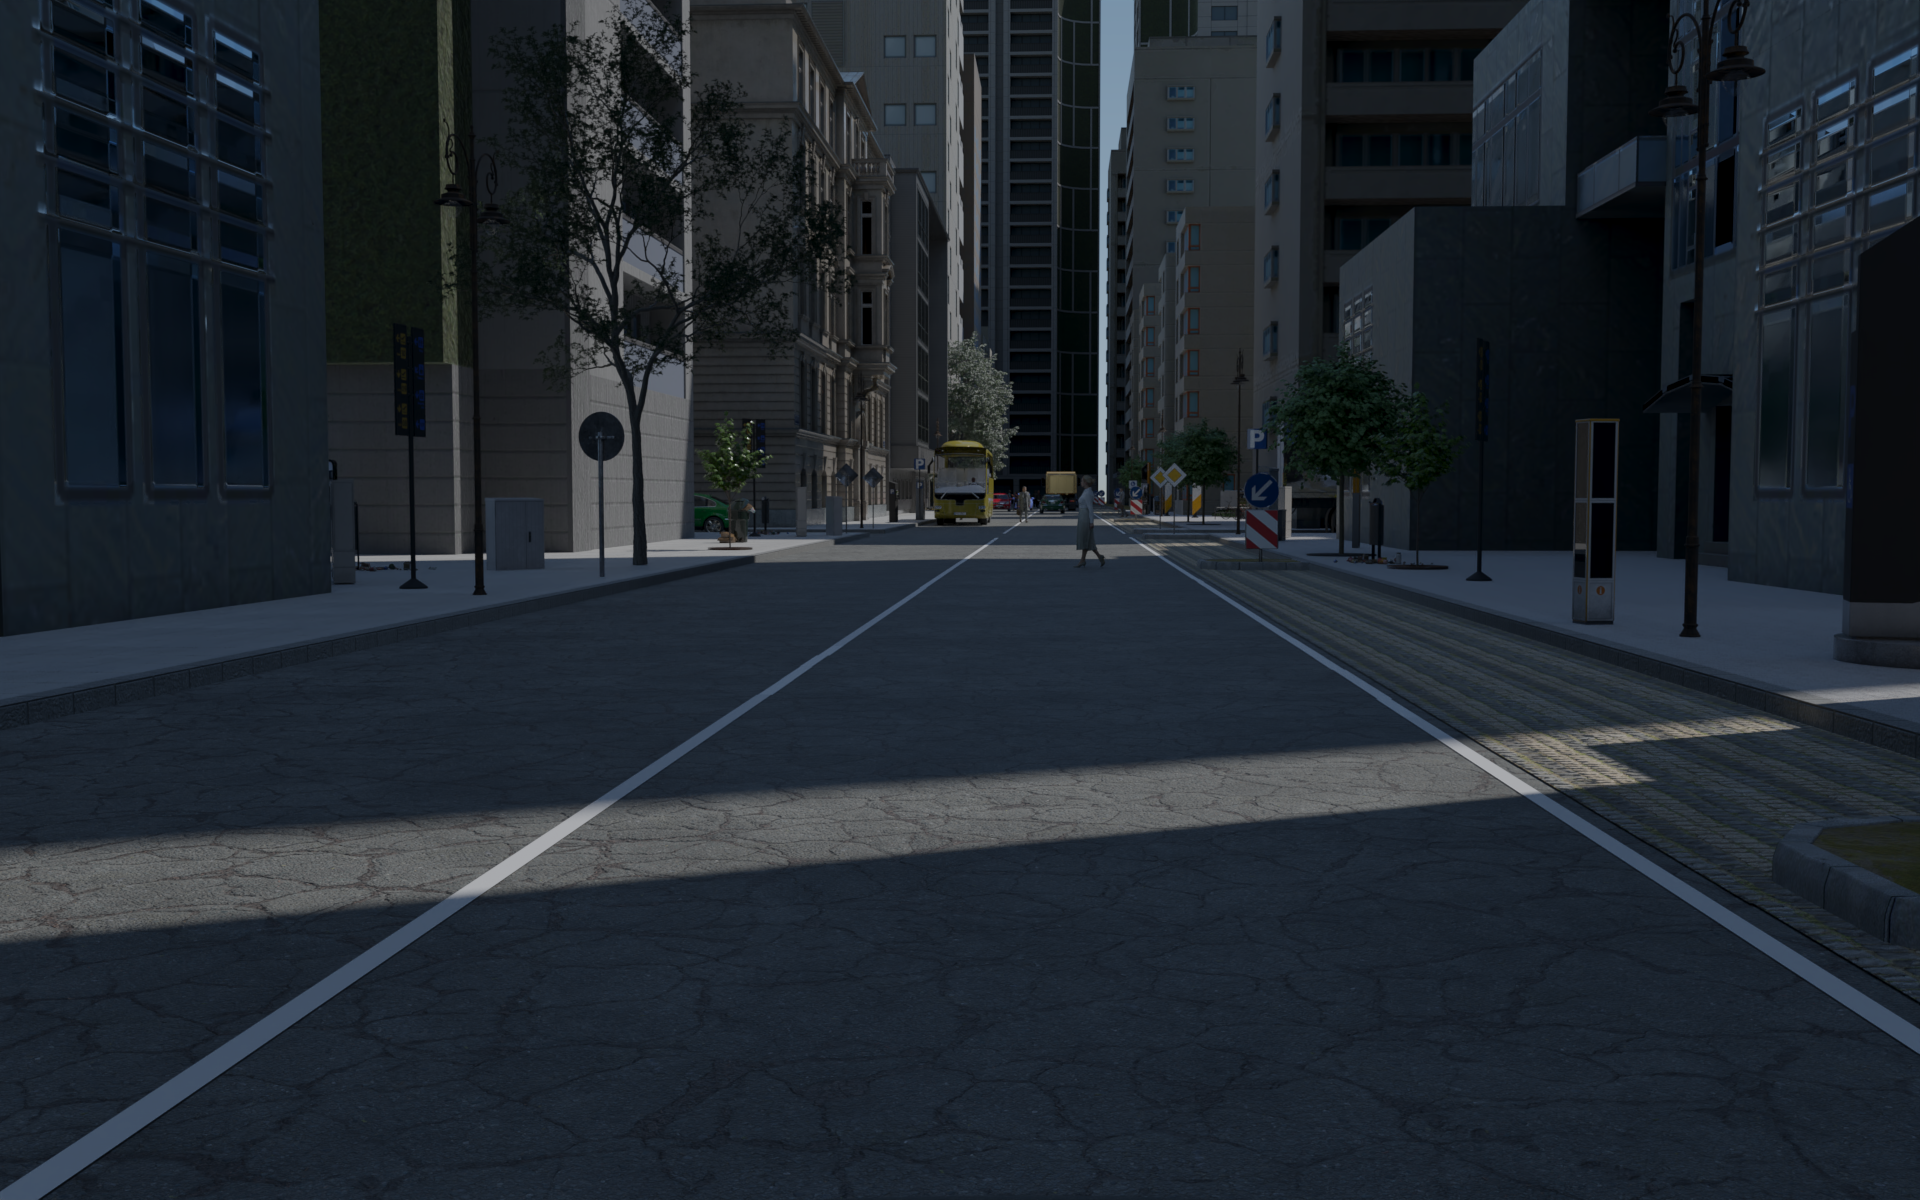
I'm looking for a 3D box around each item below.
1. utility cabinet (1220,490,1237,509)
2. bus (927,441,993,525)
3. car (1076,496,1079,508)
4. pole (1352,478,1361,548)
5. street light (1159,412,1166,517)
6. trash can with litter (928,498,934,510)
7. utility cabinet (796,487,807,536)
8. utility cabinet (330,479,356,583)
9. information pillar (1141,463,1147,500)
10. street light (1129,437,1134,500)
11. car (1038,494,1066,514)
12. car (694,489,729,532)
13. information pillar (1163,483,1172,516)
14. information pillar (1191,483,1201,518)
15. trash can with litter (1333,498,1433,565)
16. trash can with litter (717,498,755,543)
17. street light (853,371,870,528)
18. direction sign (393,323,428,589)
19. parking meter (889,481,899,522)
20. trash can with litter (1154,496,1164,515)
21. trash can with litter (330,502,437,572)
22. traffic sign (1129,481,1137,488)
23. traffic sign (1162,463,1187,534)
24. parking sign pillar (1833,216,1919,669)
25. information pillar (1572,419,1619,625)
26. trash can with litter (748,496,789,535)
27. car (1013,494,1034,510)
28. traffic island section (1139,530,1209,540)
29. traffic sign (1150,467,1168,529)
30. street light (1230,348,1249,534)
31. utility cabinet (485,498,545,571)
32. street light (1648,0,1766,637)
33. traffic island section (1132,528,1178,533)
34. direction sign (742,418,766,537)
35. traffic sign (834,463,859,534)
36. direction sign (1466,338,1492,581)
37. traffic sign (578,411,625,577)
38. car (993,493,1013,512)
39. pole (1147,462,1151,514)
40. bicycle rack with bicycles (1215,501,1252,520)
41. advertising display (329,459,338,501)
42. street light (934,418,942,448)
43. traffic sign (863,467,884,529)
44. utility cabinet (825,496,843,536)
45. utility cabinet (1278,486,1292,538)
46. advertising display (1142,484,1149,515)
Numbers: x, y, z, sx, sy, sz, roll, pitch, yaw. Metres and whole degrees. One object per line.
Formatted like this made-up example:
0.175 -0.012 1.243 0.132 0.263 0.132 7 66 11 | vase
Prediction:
16.014 -5.739 102.510 1.173 1.500 0.318 2 4 32 | utility cabinet
0.226 -5.617 83.379 2.896 3.916 12.252 0 4 2 | bus
11.670 -10.466 183.115 2.014 1.417 4.499 0 4 4 | car
9.398 -2.885 41.010 0.158 3.312 0.155 0 3 0 | pole
11.466 -7.676 98.293 0.468 5.910 1.993 0 4 3 | street light
-2.149 -7.720 137.286 2.233 1.210 1.678 3 4 37 | trash can with litter
-4.833 -2.685 52.571 0.318 1.500 1.173 0 4 -7 | utility cabinet
-8.936 -1.000 25.028 0.318 1.500 1.173 -1 4 -21 | utility cabinet
13.818 -8.457 129.624 0.504 3.616 0.183 -1 4 -19 | information pillar
13.645 -10.074 137.505 0.468 5.910 1.993 0 4 3 | street light
6.834 -7.137 128.485 2.131 1.459 4.920 0 4 2 | car
-9.703 -3.116 59.736 4.718 1.807 1.959 0 4 1 | car
12.136 -6.702 100.932 0.504 3.616 0.183 -3 5 -39 | information pillar
12.770 -6.245 93.463 0.504 3.616 0.183 -1 4 -17 | information pillar
7.816 -1.306 32.413 1.678 1.210 2.233 0 4 1 | trash can with litter
-5.886 -2.082 45.435 0.624 1.170 1.055 2 4 24 | trash can with litter
-3.692 -5.631 64.861 0.468 5.910 1.993 0 4 3 | street light
-7.421 -1.922 23.420 0.379 3.537 0.876 0 4 7 | direction sign
-3.015 -4.475 78.882 0.399 1.863 0.255 2 4 28 | parking meter
12.192 -5.788 106.013 0.624 1.170 1.055 0 4 2 | trash can with litter
-9.960 -1.098 29.004 2.233 1.210 1.678 0 4 -8 | trash can with litter
13.222 -7.966 132.381 0.606 2.300 0.079 1 4 11 | traffic sign
6.883 -3.180 55.634 0.795 2.450 0.064 0 4 3 | traffic sign
7.471 -1.506 13.102 1.447 3.967 1.447 1 4 20 | parking sign pillar
6.258 -0.769 17.069 0.304 2.012 0.304 0 4 -7 | information pillar
-6.275 -2.690 55.033 1.678 1.210 2.233 -1 4 -9 | trash can with litter
5.674 -8.909 155.246 1.945 1.707 3.694 0 4 3 | car
6.907 -2.045 55.710 2.009 0.180 2.903 0 4 3 | traffic island section
7.355 -3.667 63.605 0.795 2.450 0.064 0 4 3 | traffic sign
8.850 -5.023 54.914 0.468 5.910 1.993 0 4 3 | street light
-7.551 -1.117 29.432 0.306 1.237 1.020 3 4 38 | utility cabinet
6.565 -2.606 15.398 0.468 5.910 1.993 0 4 3 | street light
7.379 -2.532 63.681 2.009 0.180 2.903 0 4 3 | traffic island section
-6.197 -3.680 52.159 0.379 3.537 0.876 3 5 43 | direction sign
-3.691 -3.219 56.278 0.795 2.450 0.064 0 4 3 | traffic sign
7.684 -2.051 25.532 0.379 3.537 0.876 2 4 27 | direction sign
-5.542 -1.629 26.742 0.768 2.556 0.104 1 4 13 | traffic sign
3.299 -8.211 143.284 2.155 1.783 4.494 0 4 3 | car
12.192 -7.212 111.757 0.158 3.312 0.155 0 3 0 | pole
14.272 -4.505 87.045 2.925 0.926 2.852 -2 4 -25 | bicycle rack with bicycles
-12.107 -1.662 32.393 0.974 1.923 0.123 1 4 10 | advertising display
-1.342 -8.058 104.533 0.468 5.910 1.993 0 4 3 | street light
-3.220 -3.707 64.249 0.795 2.450 0.064 0 4 3 | traffic sign
-3.917 -2.617 53.949 0.306 1.237 1.020 -1 4 -19 | utility cabinet
9.413 -2.559 50.516 0.318 1.500 1.173 1 4 20 | utility cabinet
11.438 -6.212 106.772 0.123 1.923 0.974 -1 4 -14 | advertising display
